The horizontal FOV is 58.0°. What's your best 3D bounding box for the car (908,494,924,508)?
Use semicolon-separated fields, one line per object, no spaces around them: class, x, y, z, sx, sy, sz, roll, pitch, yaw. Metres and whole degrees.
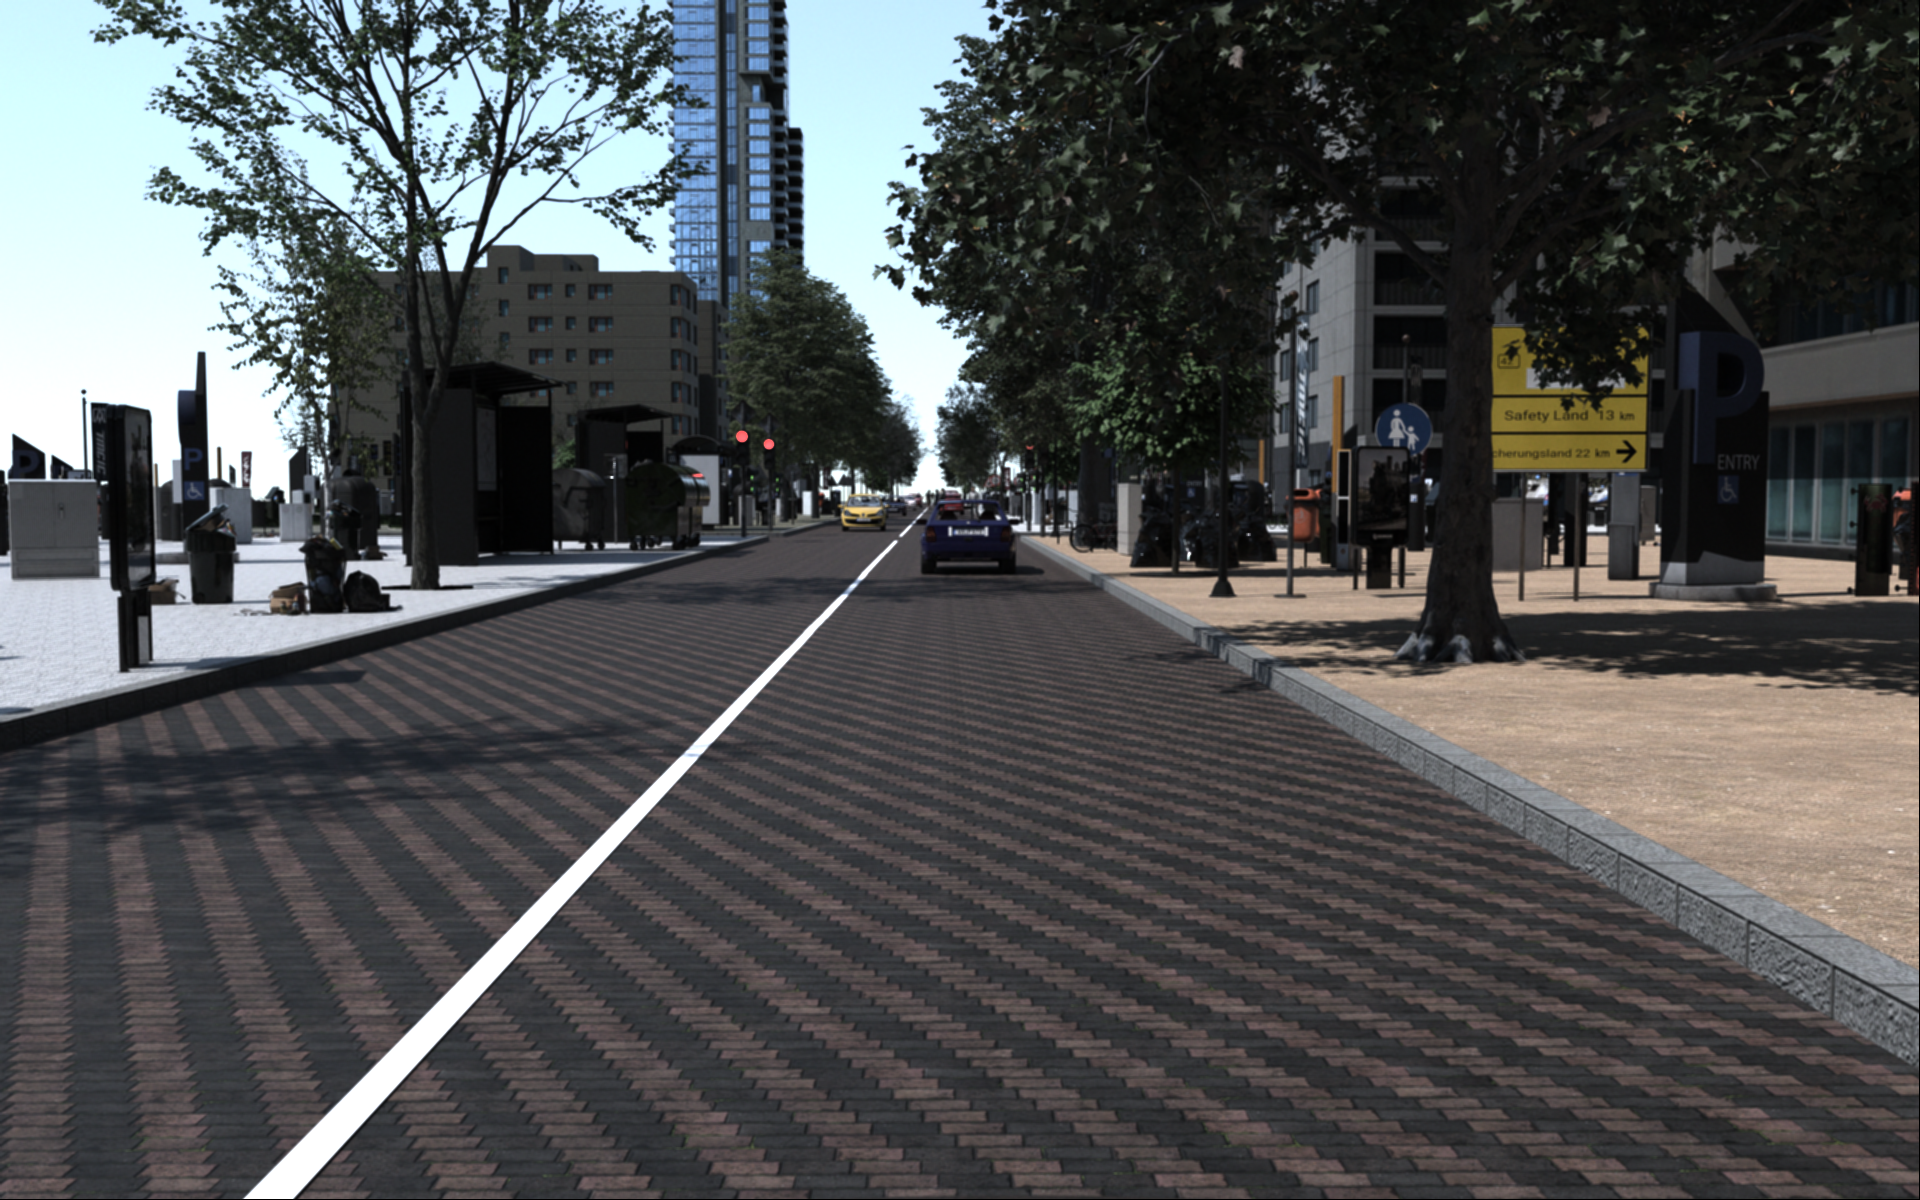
car;-4.858;-10.604;182.413;2.155;1.783;4.494;0;4;0

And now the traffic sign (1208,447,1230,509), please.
traffic sign;5.110;-2.157;35.366;0.768;2.556;0.104;0;4;6

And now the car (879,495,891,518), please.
car;-5.154;-5.598;103.531;2.014;1.417;4.499;0;4;-2

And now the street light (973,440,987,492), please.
street light;1.648;-8.107;105.086;1.470;5.913;1.316;0;4;-1

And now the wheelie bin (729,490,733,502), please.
wheelie bin;-16.239;-6.851;119.914;0.980;1.594;0.693;-2;4;-29

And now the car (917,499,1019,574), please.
car;0.148;-1.212;32.395;1.945;1.354;3.894;0;3;0

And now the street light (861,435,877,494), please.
street light;-7.225;-10.009;136.186;1.470;5.913;1.316;0;4;-1

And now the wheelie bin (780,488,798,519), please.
wheelie bin;-8.702;-4.880;87.702;0.980;1.594;0.693;-3;5;-40

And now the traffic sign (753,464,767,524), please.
traffic sign;-8.650;-4.555;74.482;0.884;2.594;0.081;0;3;0

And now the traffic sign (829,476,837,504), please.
traffic sign;-8.902;-7.358;120.314;0.884;2.594;0.081;0;4;4

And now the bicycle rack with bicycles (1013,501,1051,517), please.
bicycle rack with bicycles;4.037;-5.101;96.791;2.852;0.926;2.925;0;4;4

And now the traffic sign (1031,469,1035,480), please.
traffic sign;3.669;-4.920;80.541;0.768;2.556;0.104;0;4;3

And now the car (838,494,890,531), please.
car;-3.748;-3.522;67.813;2.015;1.641;3.980;0;4;-2

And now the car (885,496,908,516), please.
car;-4.371;-6.181;113.643;1.945;1.354;3.894;0;4;-1

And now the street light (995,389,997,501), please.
street light;2.155;-6.299;75.531;1.470;5.913;1.316;0;4;-1

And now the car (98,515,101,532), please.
car;-29.851;-2.657;56.018;3.894;1.354;1.945;0;3;0

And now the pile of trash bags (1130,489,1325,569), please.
pile of trash bags;4.624;-1.263;30.404;3.447;1.369;1.912;2;4;25

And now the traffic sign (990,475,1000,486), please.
traffic sign;2.303;-6.885;112.673;0.768;2.556;0.104;0;4;0

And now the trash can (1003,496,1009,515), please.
trash can;2.912;-5.922;108.478;0.748;1.137;0.748;0;3;0

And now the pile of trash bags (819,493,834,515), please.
pile of trash bags;-8.764;-6.004;107.920;1.912;1.369;3.447;0;4;0

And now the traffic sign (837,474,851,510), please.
traffic sign;-7.283;-6.647;108.683;0.884;2.594;0.081;0;4;5

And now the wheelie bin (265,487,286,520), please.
wheelie bin;-28.724;-3.964;72.716;0.693;1.594;0.980;-3;5;-45

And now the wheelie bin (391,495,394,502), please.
wheelie bin;-27.062;-4.657;84.043;0.980;1.594;0.693;-2;4;-30

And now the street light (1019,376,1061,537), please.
street light;2.300;-4.830;51.504;1.470;5.913;1.316;0;4;-1

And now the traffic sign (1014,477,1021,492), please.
traffic sign;4.124;-7.321;119.806;0.768;2.556;0.104;0;4;4

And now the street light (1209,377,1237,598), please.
street light;2.740;-2.992;21.456;1.470;5.913;1.316;0;4;-1

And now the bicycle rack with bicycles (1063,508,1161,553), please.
bicycle rack with bicycles;4.106;-1.546;38.663;2.925;0.926;2.852;1;4;16

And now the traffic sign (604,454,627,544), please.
traffic sign;-8.846;-2.590;44.475;0.606;2.300;0.079;0;4;4

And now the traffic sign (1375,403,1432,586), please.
traffic sign;6.190;-1.476;24.243;0.768;2.556;0.104;1;4;8

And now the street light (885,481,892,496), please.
street light;-7.563;-11.865;166.531;1.470;5.913;1.316;0;4;-1

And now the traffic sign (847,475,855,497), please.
traffic sign;-7.506;-7.129;116.564;0.884;2.594;0.081;0;4;0

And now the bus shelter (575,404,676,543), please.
bus shelter;-9.254;-3.490;48.341;1.731;3.624;6.357;0;4;-1

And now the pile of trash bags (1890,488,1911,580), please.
pile of trash bags;14.972;-0.995;26.019;1.912;1.369;3.447;0;4;1

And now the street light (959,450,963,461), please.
street light;0.901;-12.750;181.000;1.470;5.913;1.316;0;4;-1

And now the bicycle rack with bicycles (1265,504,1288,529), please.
bicycle rack with bicycles;12.400;-3.068;63.548;2.852;0.926;2.925;-1;4;-17

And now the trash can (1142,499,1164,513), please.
trash can;5.288;-2.201;47.641;0.748;1.137;0.748;0;3;0

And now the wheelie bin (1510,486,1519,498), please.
wheelie bin;32.510;-5.658;100.411;0.980;1.594;0.693;-3;4;-37

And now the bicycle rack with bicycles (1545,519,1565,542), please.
bicycle rack with bicycles;15.218;-2.033;46.616;2.852;0.926;2.925;-2;4;-29

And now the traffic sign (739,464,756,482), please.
traffic sign;-8.885;-4.435;72.614;0.768;2.556;0.104;1;4;9

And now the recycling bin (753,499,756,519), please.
recycling bin;-10.773;-4.637;88.367;0.722;1.027;0.722;0;4;-4

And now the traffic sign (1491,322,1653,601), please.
traffic sign;7.057;-1.638;20.653;2.265;3.308;0.079;0;4;4

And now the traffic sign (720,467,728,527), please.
traffic sign;-9.189;-3.937;66.493;0.606;2.300;0.079;0;4;5

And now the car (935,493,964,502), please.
car;-0.625;-6.694;118.494;2.155;1.783;4.494;0;4;-1

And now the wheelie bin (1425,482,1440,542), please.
wheelie bin;12.749;-2.327;45.952;0.693;1.594;0.980;-1;4;-12

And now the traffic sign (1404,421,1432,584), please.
traffic sign;6.341;-1.508;24.765;0.768;2.556;0.104;0;4;6

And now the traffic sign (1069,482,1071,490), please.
traffic sign;5.305;-5.098;83.451;0.768;2.556;0.104;0;4;4

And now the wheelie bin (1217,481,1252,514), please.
wheelie bin;6.891;-2.182;43.576;0.980;1.594;0.693;3;5;43

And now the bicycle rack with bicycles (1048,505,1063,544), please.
bicycle rack with bicycles;3.631;-1.870;43.958;2.852;0.926;2.925;0;4;-7

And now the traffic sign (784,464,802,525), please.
traffic sign;-7.005;-4.429;72.528;0.768;2.556;0.104;0;4;6

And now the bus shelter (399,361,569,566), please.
bus shelter;-9.121;-2.598;33.757;1.731;3.624;6.357;0;4;-1

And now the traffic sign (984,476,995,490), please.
traffic sign;2.116;-7.541;123.291;0.884;2.594;0.081;0;4;3

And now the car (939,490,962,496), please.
car;-0.932;-9.804;168.974;2.281;1.827;5.304;0;4;0

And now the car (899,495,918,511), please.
car;-4.725;-8.471;150.866;2.083;1.381;4.827;0;4;-1

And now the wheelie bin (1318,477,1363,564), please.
wheelie bin;6.996;-1.461;31.791;0.980;1.594;0.693;3;5;43

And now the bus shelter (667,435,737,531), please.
bus shelter;-9.023;-4.161;61.949;2.014;3.302;5.546;0;4;-1

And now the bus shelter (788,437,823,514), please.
bus shelter;-10.694;-8.589;118.065;2.179;5.291;8.768;0;4;-1

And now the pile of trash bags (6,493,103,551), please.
pile of trash bags;-21.299;-1.841;39.846;3.447;1.369;1.912;1;4;11
